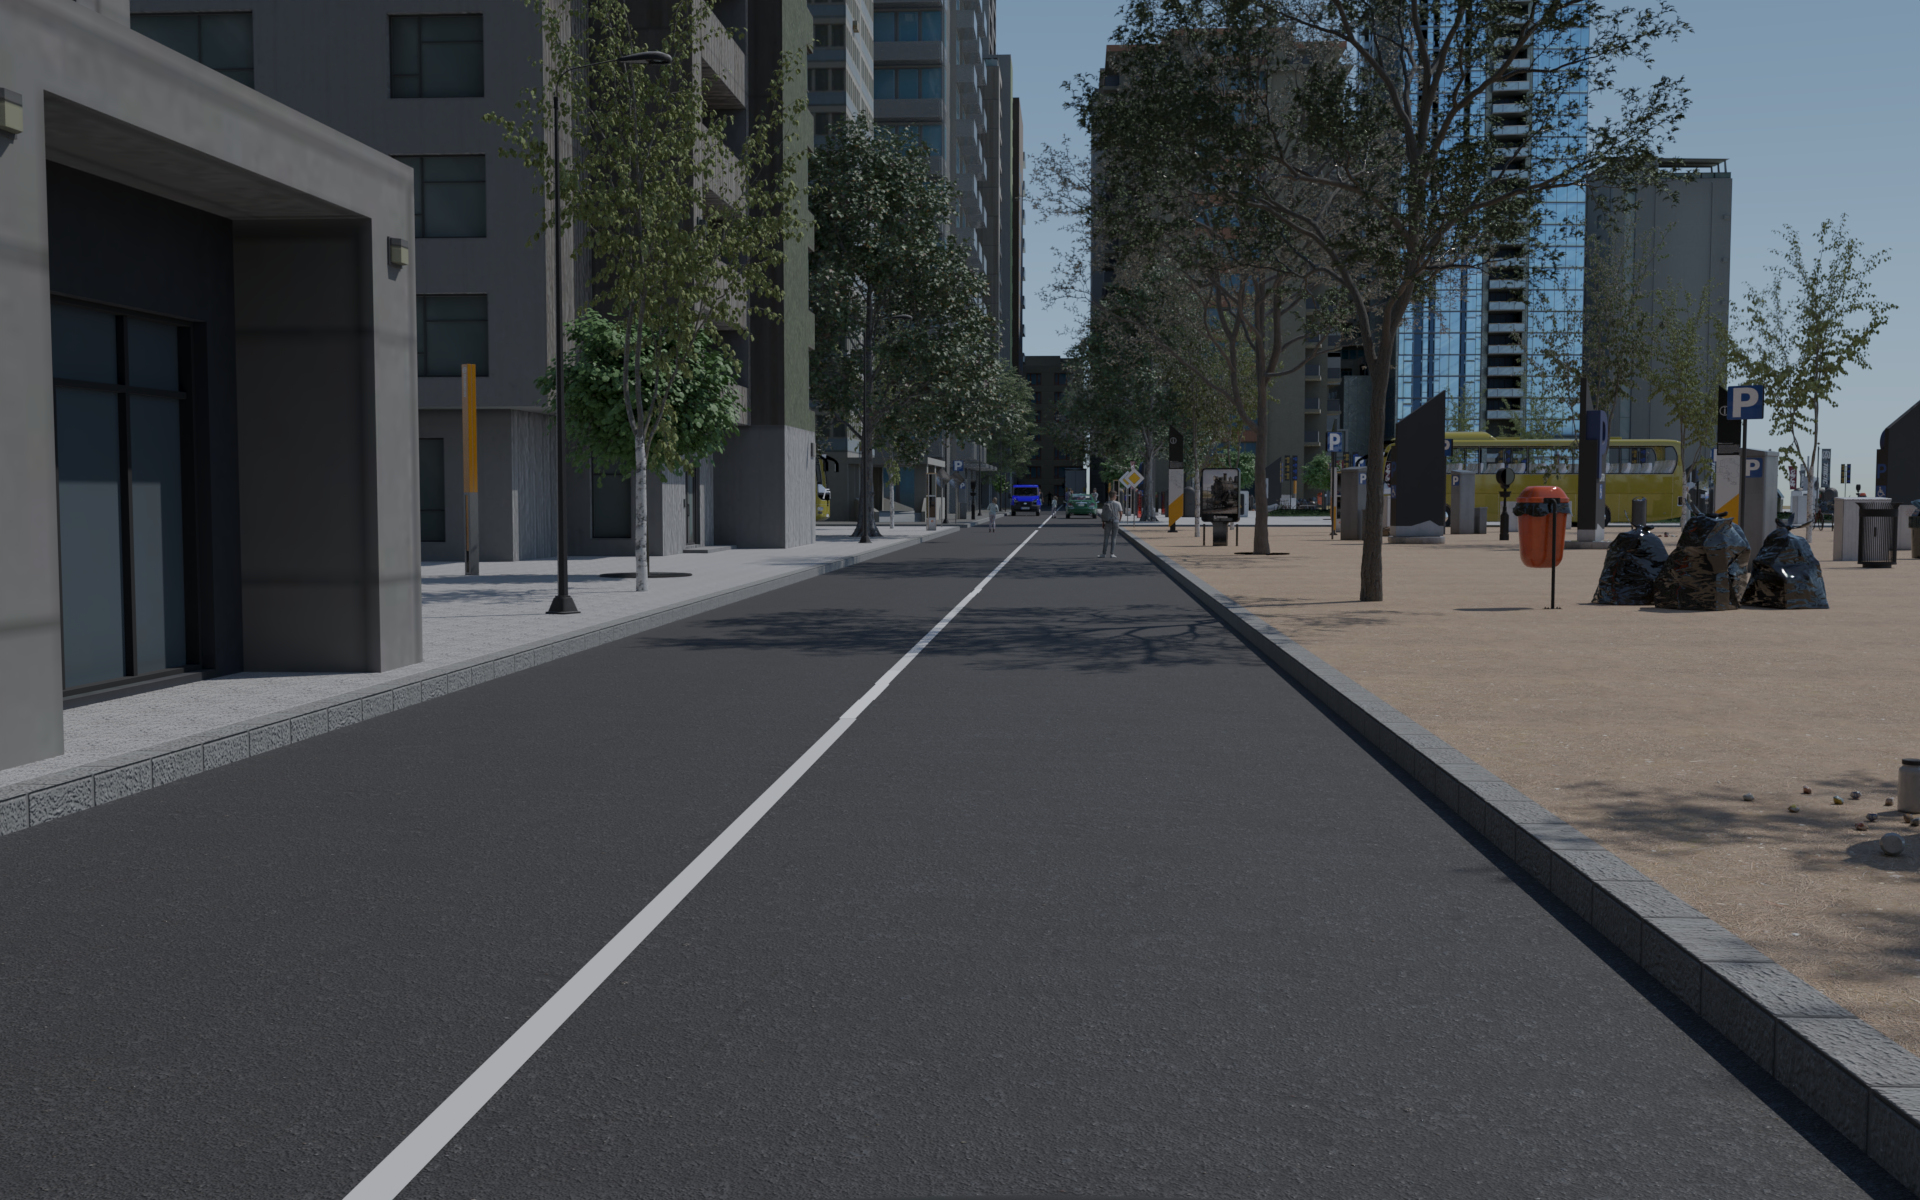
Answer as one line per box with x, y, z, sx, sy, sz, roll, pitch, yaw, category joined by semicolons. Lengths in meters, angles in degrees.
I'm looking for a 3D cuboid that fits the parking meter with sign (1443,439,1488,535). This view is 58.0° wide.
16.035;-3.600;55.122;1.738;3.016;0.543;-2;4;-30;parking meter with sign

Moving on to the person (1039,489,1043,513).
6.069;-7.523;131.597;0.616;1.811;0.778;-1;4;-15;person

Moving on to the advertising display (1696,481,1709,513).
35.816;-4.790;83.524;0.974;1.923;0.123;-3;4;-37;advertising display

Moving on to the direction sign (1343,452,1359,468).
20.967;-6.180;93.034;0.876;3.537;0.379;-1;4;-10;direction sign

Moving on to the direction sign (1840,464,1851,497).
66.333;-8.426;129.765;0.379;3.537;0.876;-1;4;-21;direction sign

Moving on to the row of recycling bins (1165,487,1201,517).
13.055;-5.408;95.540;3.534;1.692;1.069;-1;4;-12;row of recycling bins

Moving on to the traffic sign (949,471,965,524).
-0.179;-4.356;74.862;0.795;2.450;0.064;0;4;4;traffic sign

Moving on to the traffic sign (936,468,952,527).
-0.702;-3.869;66.894;0.795;2.450;0.064;0;4;4;traffic sign

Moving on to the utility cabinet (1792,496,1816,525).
35.489;-3.774;72.870;1.020;1.237;0.306;-1;4;-23;utility cabinet

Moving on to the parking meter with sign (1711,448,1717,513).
28.367;-4.186;64.706;0.543;3.016;1.738;1;4;21;parking meter with sign

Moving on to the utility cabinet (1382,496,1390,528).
15.263;-3.053;61.074;1.020;1.237;0.306;-3;4;-39;utility cabinet

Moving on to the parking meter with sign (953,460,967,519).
0.041;-5.662;88.827;0.543;3.016;1.738;-1;4;-10;parking meter with sign

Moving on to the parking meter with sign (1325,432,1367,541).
10.963;-3.176;48.185;0.543;3.016;1.738;-2;4;-31;parking meter with sign

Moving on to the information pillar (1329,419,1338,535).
11.645;-3.829;53.964;0.183;3.616;0.504;0;4;1;information pillar

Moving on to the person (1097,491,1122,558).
3.372;-1.705;38.980;0.503;1.515;0.523;-2;4;-24;person

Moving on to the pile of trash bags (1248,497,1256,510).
22.844;-7.878;138.563;1.912;1.369;3.447;1;4;10;pile of trash bags

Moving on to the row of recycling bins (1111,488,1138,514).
10.790;-6.315;110.369;1.069;1.692;3.534;3;5;42;row of recycling bins

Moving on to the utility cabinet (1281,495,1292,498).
24.505;-7.310;130.680;1.020;1.237;0.306;0;4;6;utility cabinet

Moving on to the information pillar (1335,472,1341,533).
12.699;-3.258;57.756;0.304;2.012;0.304;1;4;18;information pillar

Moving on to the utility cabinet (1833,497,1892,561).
17.405;-1.361;33.414;1.020;1.237;0.306;-1;4;-9;utility cabinet

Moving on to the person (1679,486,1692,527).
29.445;-3.742;70.228;0.362;1.759;0.519;-2;4;-28;person

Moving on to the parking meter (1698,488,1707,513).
33.578;-4.276;78.331;0.372;1.533;0.369;0;3;0;parking meter

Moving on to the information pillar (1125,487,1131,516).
9.818;-5.912;101.146;0.304;2.012;0.304;-1;4;-11;information pillar

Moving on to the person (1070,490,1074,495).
9.455;-8.384;145.823;0.600;1.795;0.529;-1;4;-10;person

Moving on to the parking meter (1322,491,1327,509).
27.680;-7.537;131.641;0.372;1.533;0.369;0;3;0;parking meter

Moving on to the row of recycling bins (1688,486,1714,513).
38.110;-4.950;88.041;1.069;1.692;3.534;0;4;-4;row of recycling bins

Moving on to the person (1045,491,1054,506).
11.083;-12.570;214.152;1.348;1.807;0.705;-1;4;-9;person

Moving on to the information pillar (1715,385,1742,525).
16.411;-2.793;37.028;0.504;3.616;0.183;2;4;26;information pillar

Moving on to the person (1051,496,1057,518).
5.502;-5.449;101.869;0.394;1.301;0.425;2;4;28;person

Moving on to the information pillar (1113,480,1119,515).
8.119;-5.225;89.916;0.304;2.012;0.304;0;4;8;information pillar

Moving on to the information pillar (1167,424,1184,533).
7.183;-4.058;57.696;0.504;3.616;0.183;1;4;11;information pillar

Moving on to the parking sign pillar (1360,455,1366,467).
27.534;-7.976;118.874;1.447;3.967;1.447;0;4;2;parking sign pillar

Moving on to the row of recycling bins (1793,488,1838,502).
54.335;-6.301;110.138;1.069;1.692;3.534;-1;4;-16;row of recycling bins

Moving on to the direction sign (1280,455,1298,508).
19.323;-6.677;101.167;0.876;3.537;0.379;-2;4;-23;direction sign

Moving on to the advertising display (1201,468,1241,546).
6.439;-2.298;42.792;0.974;1.923;0.123;2;4;27;advertising display

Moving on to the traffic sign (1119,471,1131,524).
7.198;-4.325;74.360;0.795;2.450;0.064;0;4;4;traffic sign

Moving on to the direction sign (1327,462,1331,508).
26.256;-8.026;123.214;0.379;3.537;0.876;2;4;28;direction sign

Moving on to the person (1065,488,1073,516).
7.184;-6.435;113.895;0.473;1.802;0.592;-1;4;-11;person

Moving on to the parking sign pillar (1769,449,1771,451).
47.612;-7.011;103.107;1.447;3.967;1.447;-2;4;-24;parking sign pillar

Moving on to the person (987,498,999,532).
1.214;-3.186;64.865;0.425;1.301;0.394;-1;4;-15;person

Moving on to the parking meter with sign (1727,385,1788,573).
13.151;-1.969;28.454;0.543;3.016;1.738;3;5;42;parking meter with sign

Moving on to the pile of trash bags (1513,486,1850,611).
7.950;-0.613;19.783;3.447;1.369;1.912;-1;4;-11;pile of trash bags

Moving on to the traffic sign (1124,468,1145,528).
6.676;-3.838;66.392;0.795;2.450;0.064;0;4;4;traffic sign

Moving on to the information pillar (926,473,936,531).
-1.009;-3.435;60.649;0.304;2.012;0.304;-1;4;-16;information pillar

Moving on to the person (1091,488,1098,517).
8.284;-6.031;107.283;0.511;1.800;0.466;2;4;27;person
